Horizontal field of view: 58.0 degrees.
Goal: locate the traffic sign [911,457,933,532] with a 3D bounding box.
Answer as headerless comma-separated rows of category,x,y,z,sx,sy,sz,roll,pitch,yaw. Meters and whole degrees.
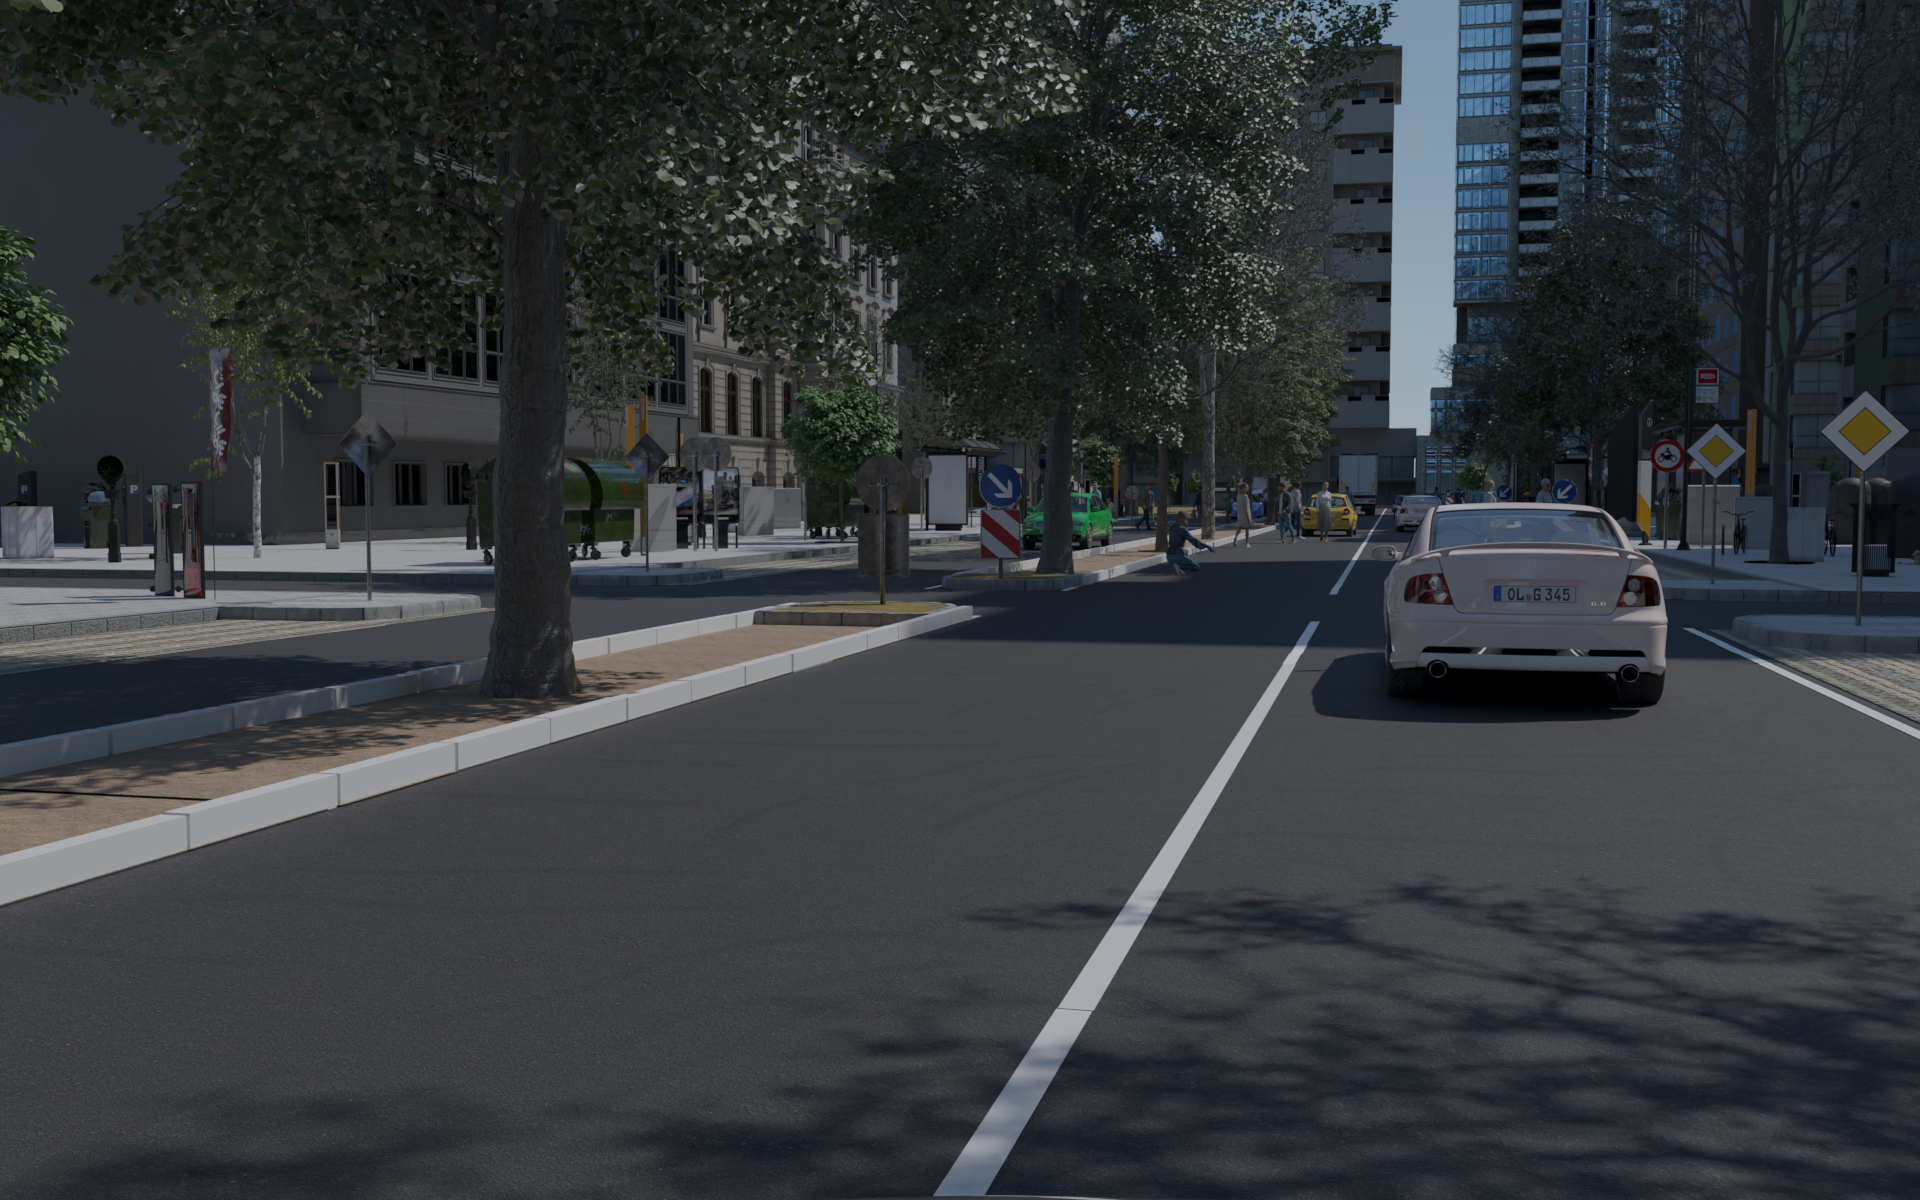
traffic sign,-1.309,-3.606,59.066,0.768,2.556,0.104,1,4,16

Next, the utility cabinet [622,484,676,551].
utility cabinet,-6.926,-1.829,38.581,1.173,1.500,0.318,-2,4,-35

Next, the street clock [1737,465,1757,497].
street clock,19.880,-2.400,43.804,0.358,2.002,0.471,-1,4,-15

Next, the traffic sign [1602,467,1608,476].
traffic sign,21.886,-3.469,57.910,0.795,2.450,0.064,1,4,23

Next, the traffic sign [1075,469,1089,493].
traffic sign,6.100,-5.299,86.746,0.768,2.556,0.104,1,4,20

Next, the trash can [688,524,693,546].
trash can,-6.909,-1.924,43.105,0.748,1.137,0.748,0,3,0

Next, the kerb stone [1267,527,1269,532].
kerb stone,11.331,-2.595,64.634,0.120,0.150,1.000,1,4,14

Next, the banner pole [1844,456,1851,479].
banner pole,39.757,-5.340,77.322,0.863,3.779,0.401,1,4,22

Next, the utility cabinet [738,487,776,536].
utility cabinet,-6.250,-2.708,52.962,0.318,1.500,1.173,3,5,44

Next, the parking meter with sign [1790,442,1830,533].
parking meter with sign,28.690,-3.769,57.878,1.738,3.016,0.543,2,4,29

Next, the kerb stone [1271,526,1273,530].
kerb stone,11.836,-2.718,66.633,0.120,0.150,1.000,1,4,14

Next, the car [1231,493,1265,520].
car,16.176,-5.375,97.476,1.945,1.707,3.694,1,4,13

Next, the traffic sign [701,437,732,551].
traffic sign,-5.459,-2.362,38.726,0.768,2.556,0.104,1,4,22

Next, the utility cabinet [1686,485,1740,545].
utility cabinet,18.601,-2.086,42.782,1.173,1.500,0.318,1,4,22

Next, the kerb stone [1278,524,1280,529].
kerb stone,12.835,-2.960,70.626,0.120,0.150,1.000,1,4,14

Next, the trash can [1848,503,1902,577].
trash can,14.238,-0.937,26.978,0.748,1.137,0.748,0,3,0

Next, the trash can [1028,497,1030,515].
trash can,3.806,-5.070,94.544,0.748,1.137,0.748,0,3,0

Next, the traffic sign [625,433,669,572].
traffic sign,-5.159,-1.522,28.535,0.795,2.450,0.064,1,4,14

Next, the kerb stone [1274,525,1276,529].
kerb stone,12.346,-2.839,68.632,0.120,0.150,1.000,1,4,14

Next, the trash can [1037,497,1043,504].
trash can,3.810,-4.028,77.516,0.748,1.137,0.748,0,3,0

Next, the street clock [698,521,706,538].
street clock,-7.581,-2.828,50.808,0.471,2.002,0.358,3,5,42

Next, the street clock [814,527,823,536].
street clock,-4.297,-2.933,52.529,0.358,2.002,0.471,-2,4,-30

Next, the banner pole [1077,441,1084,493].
banner pole,5.707,-5.636,82.164,0.401,3.779,0.863,-1,4,-19

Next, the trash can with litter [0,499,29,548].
trash can with litter,-22.754,-1.839,41.453,1.055,1.170,0.624,2,4,34

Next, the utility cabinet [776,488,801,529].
utility cabinet,-6.404,-3.330,63.123,1.173,1.500,0.318,-1,4,-15

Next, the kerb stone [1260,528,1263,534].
kerb stone,10.587,-2.414,61.659,0.120,0.150,1.000,1,4,14

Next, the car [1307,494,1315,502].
car,19.527,-5.126,92.611,1.959,1.807,4.718,1,4,14

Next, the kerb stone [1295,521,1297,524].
kerb stone,17.086,-3.990,87.536,0.120,0.150,1.000,1,4,14

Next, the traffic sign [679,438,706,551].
traffic sign,-5.986,-2.383,39.073,0.768,2.556,0.104,1,4,16

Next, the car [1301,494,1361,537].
car,12.725,-3.016,59.542,2.015,1.641,3.980,1,4,16

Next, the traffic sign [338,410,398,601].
traffic sign,-7.105,-1.049,20.790,0.795,2.450,0.064,1,4,14

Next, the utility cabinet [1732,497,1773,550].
utility cabinet,18.475,-1.771,40.110,1.020,1.237,0.306,1,4,16

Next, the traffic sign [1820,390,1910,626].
traffic sign,8.744,-0.805,16.802,0.795,2.450,0.064,1,4,14

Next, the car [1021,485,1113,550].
car,2.891,-2.280,46.078,1.959,1.807,4.718,1,4,16

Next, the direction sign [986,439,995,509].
direction sign,1.059,-4.729,69.309,0.876,3.537,0.379,-3,4,-37

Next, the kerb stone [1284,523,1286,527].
kerb stone,13.839,-3.205,74.604,0.120,0.150,1.000,1,4,14

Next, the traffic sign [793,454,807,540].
traffic sign,-4.277,-2.921,47.857,0.768,2.556,0.104,2,4,23

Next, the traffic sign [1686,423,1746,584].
traffic sign,10.689,-1.279,24.548,0.795,2.450,0.064,1,4,14

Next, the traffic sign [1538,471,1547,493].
traffic sign,32.041,-5.854,95.820,0.768,2.556,0.104,1,4,22

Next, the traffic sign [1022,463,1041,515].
traffic sign,2.894,-4.300,70.417,0.768,2.556,0.104,1,4,19

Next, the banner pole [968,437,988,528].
banner pole,0.665,-4.678,66.499,0.863,3.779,0.401,0,4,-7

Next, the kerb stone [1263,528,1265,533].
kerb stone,10.839,-2.474,62.649,0.120,0.150,1.000,1,4,14

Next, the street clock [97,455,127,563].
street clock,-15.816,-1.699,32.349,0.471,2.002,0.358,-1,4,-10

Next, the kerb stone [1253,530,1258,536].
kerb stone,10.090,-2.291,59.658,0.120,0.150,1.000,1,4,14

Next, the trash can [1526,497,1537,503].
trash can,26.410,-4.156,79.596,0.748,1.137,0.748,0,3,0

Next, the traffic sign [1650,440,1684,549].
traffic sign,16.554,-2.475,40.577,0.768,2.556,0.104,1,4,22

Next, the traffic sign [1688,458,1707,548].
traffic sign,17.620,-2.510,41.050,0.884,2.594,0.081,1,4,22

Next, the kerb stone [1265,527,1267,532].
kerb stone,11.085,-2.535,63.642,0.120,0.150,1.000,1,4,14

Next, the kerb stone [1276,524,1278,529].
kerb stone,12.588,-2.899,69.634,0.120,0.150,1.000,1,4,14

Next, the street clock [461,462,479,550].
street clock,-11.216,-2.150,39.722,0.471,2.002,0.358,3,5,44

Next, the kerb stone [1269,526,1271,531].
kerb stone,11.588,-2.653,65.632,0.120,0.150,1.000,1,4,14

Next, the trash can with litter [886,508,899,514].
trash can with litter,-2.437,-2.630,54.384,1.055,1.170,0.624,1,4,15

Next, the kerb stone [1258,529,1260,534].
kerb stone,10.339,-2.349,60.667,0.120,0.150,1.000,1,4,14
